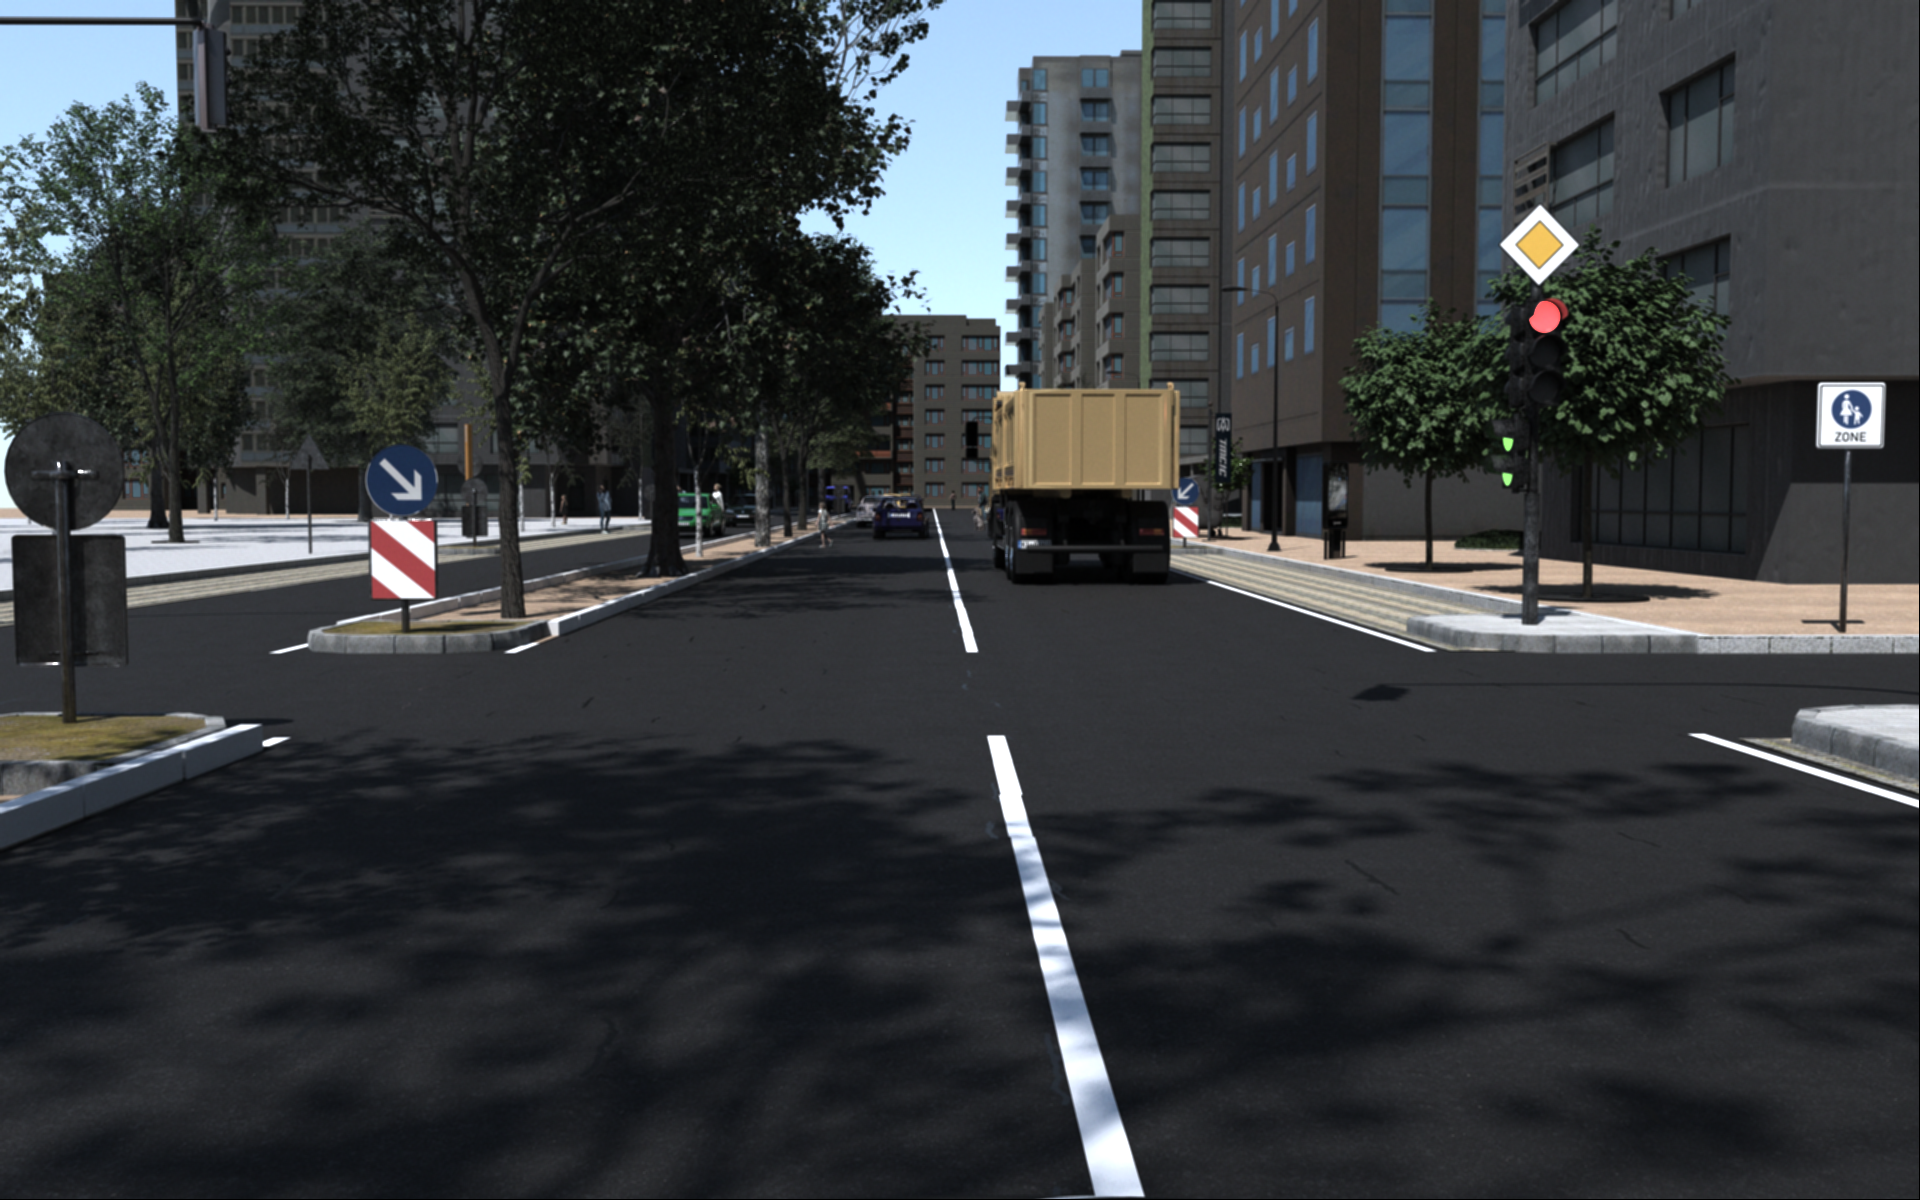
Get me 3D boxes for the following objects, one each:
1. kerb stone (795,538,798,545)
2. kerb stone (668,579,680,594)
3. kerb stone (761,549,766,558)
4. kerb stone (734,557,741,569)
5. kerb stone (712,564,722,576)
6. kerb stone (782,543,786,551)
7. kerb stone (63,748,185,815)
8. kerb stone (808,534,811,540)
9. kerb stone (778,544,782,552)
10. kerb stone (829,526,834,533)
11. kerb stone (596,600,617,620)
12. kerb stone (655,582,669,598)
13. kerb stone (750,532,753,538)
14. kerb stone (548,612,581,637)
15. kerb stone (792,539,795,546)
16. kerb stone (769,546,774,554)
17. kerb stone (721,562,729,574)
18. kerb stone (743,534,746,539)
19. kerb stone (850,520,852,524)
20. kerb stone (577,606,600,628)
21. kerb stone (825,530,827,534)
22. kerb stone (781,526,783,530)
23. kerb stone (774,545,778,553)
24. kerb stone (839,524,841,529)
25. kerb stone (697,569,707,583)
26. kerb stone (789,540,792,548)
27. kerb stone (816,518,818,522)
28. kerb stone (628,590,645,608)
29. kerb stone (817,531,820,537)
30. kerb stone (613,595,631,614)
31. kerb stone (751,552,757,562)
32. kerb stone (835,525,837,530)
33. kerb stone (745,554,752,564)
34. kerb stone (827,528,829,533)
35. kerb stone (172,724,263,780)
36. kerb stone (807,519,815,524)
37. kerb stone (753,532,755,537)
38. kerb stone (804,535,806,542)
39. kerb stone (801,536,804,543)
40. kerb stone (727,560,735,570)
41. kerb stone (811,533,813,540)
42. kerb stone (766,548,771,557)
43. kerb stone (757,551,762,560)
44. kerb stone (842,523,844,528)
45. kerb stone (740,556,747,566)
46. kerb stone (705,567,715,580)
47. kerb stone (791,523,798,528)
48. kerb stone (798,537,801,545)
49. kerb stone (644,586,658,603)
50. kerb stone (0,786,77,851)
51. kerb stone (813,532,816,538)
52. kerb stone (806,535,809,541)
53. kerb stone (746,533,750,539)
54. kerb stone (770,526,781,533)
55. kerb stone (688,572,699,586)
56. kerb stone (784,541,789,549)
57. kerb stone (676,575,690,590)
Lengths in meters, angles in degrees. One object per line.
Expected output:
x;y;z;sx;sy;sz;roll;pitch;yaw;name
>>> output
-4.619;-1.557;47.645;0.120;0.150;1.000;0;4;-1;kerb stone
-4.231;-0.174;25.091;0.120;0.150;1.000;0;4;-1;kerb stone
-4.463;-0.990;38.433;0.120;0.150;1.000;0;4;-1;kerb stone
-4.368;-0.679;33.296;0.120;0.150;1.000;0;4;-1;kerb stone
-4.319;-0.490;30.204;0.120;0.150;1.000;0;4;-1;kerb stone
-4.543;-1.305;43.549;0.120;0.150;1.000;0;4;-1;kerb stone
-3.939;0.859;8.159;0.120;0.150;1.000;0;4;-1;kerb stone
-4.714;-1.870;52.762;0.120;0.150;1.000;0;4;-1;kerb stone
-4.526;-1.244;42.527;0.120;0.150;1.000;0;4;-1;kerb stone
-4.932;-2.622;65.067;0.120;0.150;1.000;0;4;-1;kerb stone
-4.142;0.139;19.972;0.120;0.150;1.000;0;4;-1;kerb stone
-4.216;-0.115;24.069;0.120;0.150;1.000;0;4;-1;kerb stone
-6.871;-2.053;55.825;0.120;0.150;1.000;0;4;-1;kerb stone
-4.104;0.262;17.913;0.120;0.150;1.000;0;4;-1;kerb stone
-4.601;-1.494;46.616;0.120;0.150;1.000;0;4;-1;kerb stone
-4.505;-1.118;40.482;0.120;0.150;1.000;0;4;-1;kerb stone
-4.336;-0.553;31.232;0.120;0.150;1.000;0;4;-1;kerb stone
-6.835;-1.928;53.781;0.120;0.150;1.000;0;4;-1;kerb stone
-5.174;-3.500;79.453;0.120;0.150;1.000;0;4;-1;kerb stone
-4.120;0.199;18.945;0.120;0.150;1.000;0;4;-1;kerb stone
-4.854;-2.364;60.966;0.120;0.150;1.000;0;4;-1;kerb stone
-7.068;-2.747;67.104;0.120;0.150;1.000;0;4;-1;kerb stone
-4.525;-1.181;41.504;0.120;0.150;1.000;0;4;-1;kerb stone
-5.017;-2.932;70.201;0.120;0.150;1.000;0;4;-1;kerb stone
-4.280;-0.365;28.160;0.120;0.150;1.000;0;4;-1;kerb stone
-4.587;-1.431;45.594;0.120;0.150;1.000;0;4;-1;kerb stone
-7.419;-3.998;87.575;0.120;0.150;1.000;0;4;-1;kerb stone
-4.179;0.010;22.024;0.120;0.150;1.000;0;4;-1;kerb stone
-4.780;-2.119;56.851;0.120;0.150;1.000;0;4;-1;kerb stone
-4.164;0.073;21.001;0.120;0.150;1.000;0;4;-1;kerb stone
-4.423;-0.868;36.386;0.120;0.150;1.000;0;4;-1;kerb stone
-4.960;-2.748;67.118;0.120;0.150;1.000;0;4;-1;kerb stone
-4.412;-0.805;35.364;0.120;0.150;1.000;0;4;-1;kerb stone
-4.881;-2.432;61.993;0.120;0.150;1.000;0;4;-1;kerb stone
-3.950;0.801;9.185;0.120;0.150;1.000;0;4;-1;kerb stone
-7.383;-3.873;85.519;0.120;0.150;1.000;0;4;-1;kerb stone
-6.882;-2.119;56.848;0.120;0.150;1.000;0;4;-1;kerb stone
-4.674;-1.744;50.717;0.120;0.150;1.000;0;4;-1;kerb stone
-4.653;-1.682;49.695;0.120;0.150;1.000;0;4;-1;kerb stone
-4.359;-0.614;32.264;0.120;0.150;1.000;0;4;-1;kerb stone
-4.730;-1.932;53.784;0.120;0.150;1.000;0;4;-1;kerb stone
-4.475;-1.056;39.459;0.120;0.150;1.000;0;4;-1;kerb stone
-4.447;-0.930;37.408;0.120;0.150;1.000;0;4;-1;kerb stone
-5.050;-3.058;72.251;0.120;0.150;1.000;0;4;-1;kerb stone
-4.387;-0.742;34.332;0.120;0.150;1.000;0;4;-1;kerb stone
-4.293;-0.423;29.182;0.120;0.150;1.000;0;4;-1;kerb stone
-7.227;-3.310;76.314;0.120;0.150;1.000;0;4;-1;kerb stone
-4.639;-1.619;48.672;0.120;0.150;1.000;0;4;-1;kerb stone
-4.190;-0.050;23.047;0.120;0.150;1.000;0;4;-1;kerb stone
-3.915;0.921;7.131;0.120;0.150;1.000;0;4;-1;kerb stone
-4.745;-1.995;54.807;0.120;0.150;1.000;0;4;-1;kerb stone
-4.693;-1.804;51.740;0.120;0.150;1.000;0;4;-1;kerb stone
-6.847;-1.994;54.803;0.120;0.150;1.000;0;4;-1;kerb stone
-7.047;-2.684;66.076;0.120;0.150;1.000;0;4;-1;kerb stone
-4.263;-0.301;27.138;0.120;0.150;1.000;0;4;-1;kerb stone
-4.564;-1.369;44.571;0.120;0.150;1.000;0;4;-1;kerb stone
-4.243;-0.240;26.113;0.120;0.150;1.000;0;4;-1;kerb stone
